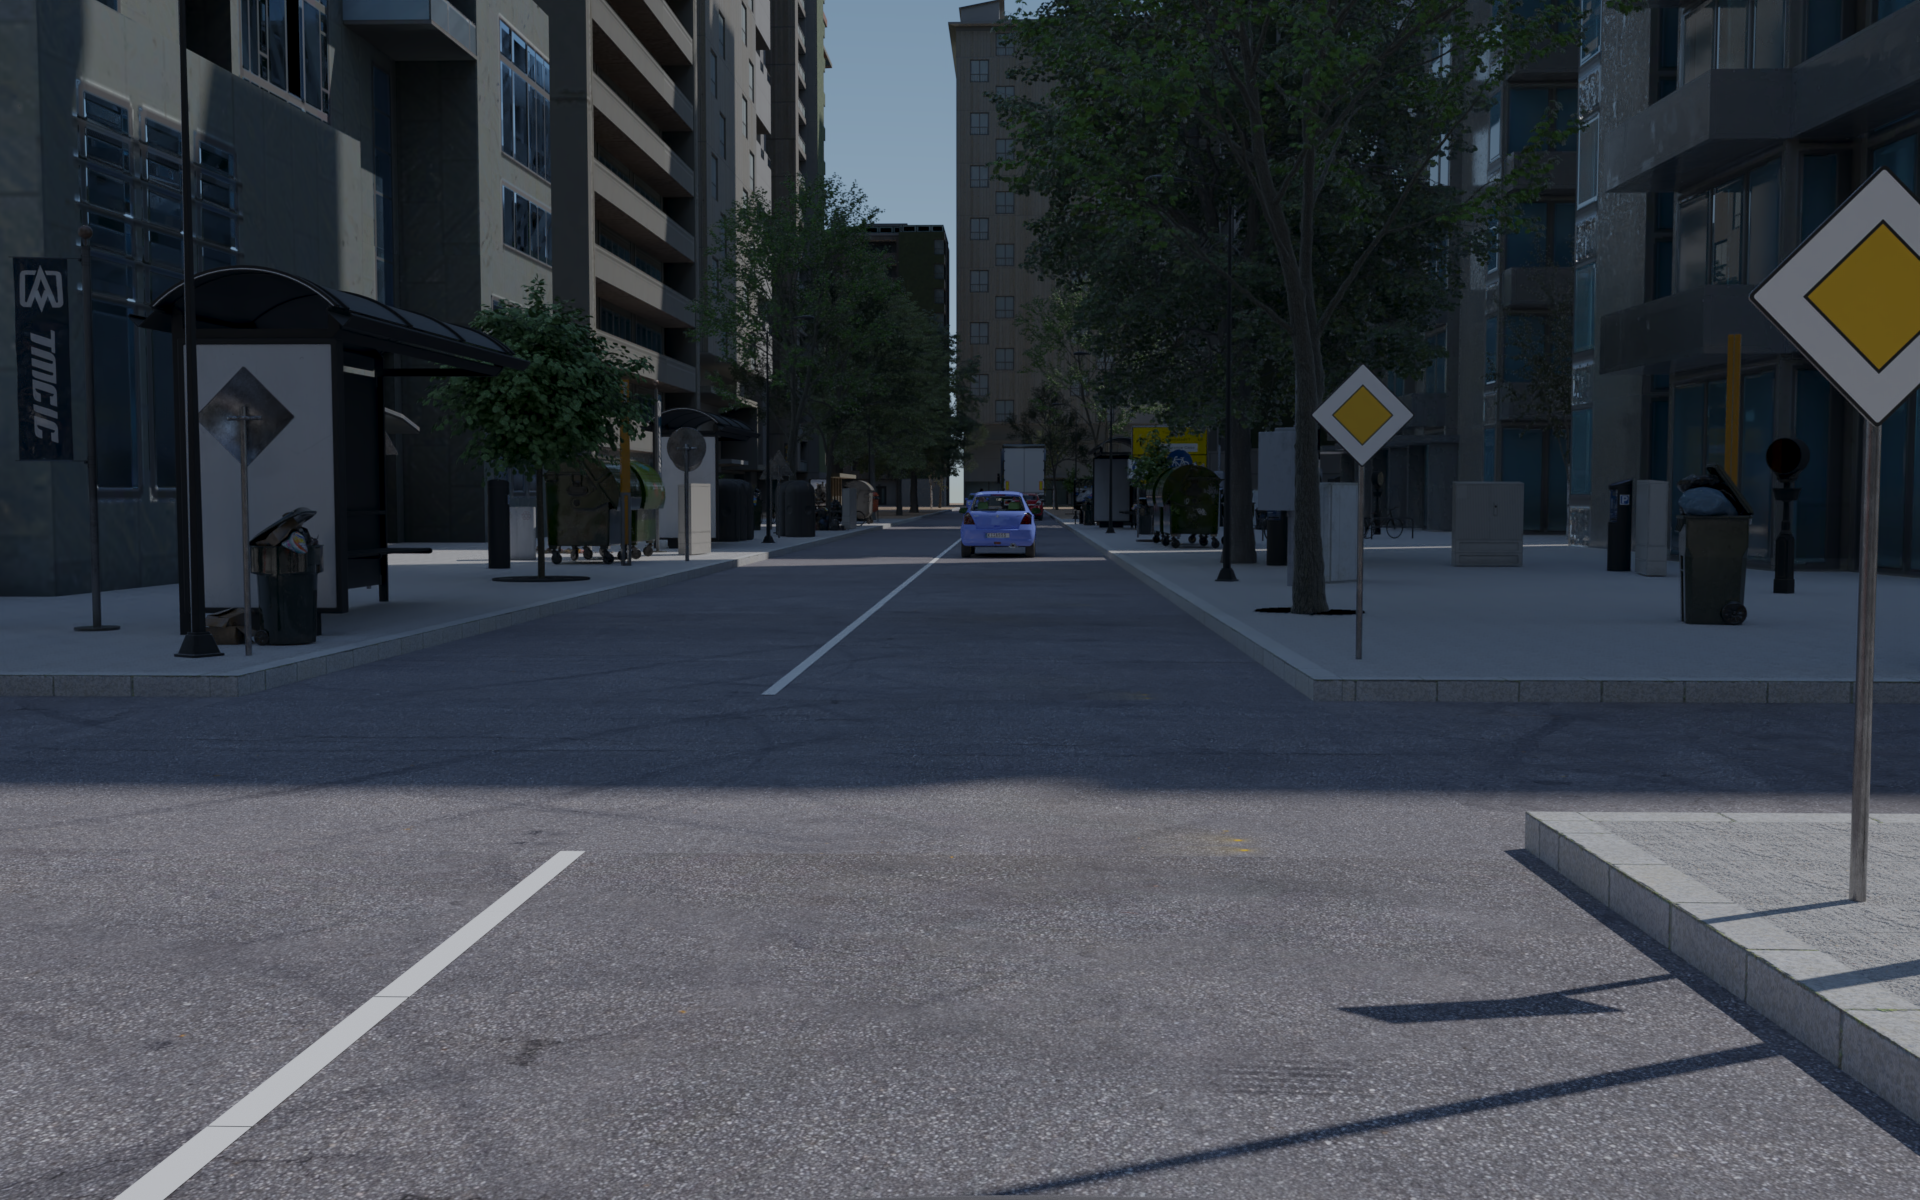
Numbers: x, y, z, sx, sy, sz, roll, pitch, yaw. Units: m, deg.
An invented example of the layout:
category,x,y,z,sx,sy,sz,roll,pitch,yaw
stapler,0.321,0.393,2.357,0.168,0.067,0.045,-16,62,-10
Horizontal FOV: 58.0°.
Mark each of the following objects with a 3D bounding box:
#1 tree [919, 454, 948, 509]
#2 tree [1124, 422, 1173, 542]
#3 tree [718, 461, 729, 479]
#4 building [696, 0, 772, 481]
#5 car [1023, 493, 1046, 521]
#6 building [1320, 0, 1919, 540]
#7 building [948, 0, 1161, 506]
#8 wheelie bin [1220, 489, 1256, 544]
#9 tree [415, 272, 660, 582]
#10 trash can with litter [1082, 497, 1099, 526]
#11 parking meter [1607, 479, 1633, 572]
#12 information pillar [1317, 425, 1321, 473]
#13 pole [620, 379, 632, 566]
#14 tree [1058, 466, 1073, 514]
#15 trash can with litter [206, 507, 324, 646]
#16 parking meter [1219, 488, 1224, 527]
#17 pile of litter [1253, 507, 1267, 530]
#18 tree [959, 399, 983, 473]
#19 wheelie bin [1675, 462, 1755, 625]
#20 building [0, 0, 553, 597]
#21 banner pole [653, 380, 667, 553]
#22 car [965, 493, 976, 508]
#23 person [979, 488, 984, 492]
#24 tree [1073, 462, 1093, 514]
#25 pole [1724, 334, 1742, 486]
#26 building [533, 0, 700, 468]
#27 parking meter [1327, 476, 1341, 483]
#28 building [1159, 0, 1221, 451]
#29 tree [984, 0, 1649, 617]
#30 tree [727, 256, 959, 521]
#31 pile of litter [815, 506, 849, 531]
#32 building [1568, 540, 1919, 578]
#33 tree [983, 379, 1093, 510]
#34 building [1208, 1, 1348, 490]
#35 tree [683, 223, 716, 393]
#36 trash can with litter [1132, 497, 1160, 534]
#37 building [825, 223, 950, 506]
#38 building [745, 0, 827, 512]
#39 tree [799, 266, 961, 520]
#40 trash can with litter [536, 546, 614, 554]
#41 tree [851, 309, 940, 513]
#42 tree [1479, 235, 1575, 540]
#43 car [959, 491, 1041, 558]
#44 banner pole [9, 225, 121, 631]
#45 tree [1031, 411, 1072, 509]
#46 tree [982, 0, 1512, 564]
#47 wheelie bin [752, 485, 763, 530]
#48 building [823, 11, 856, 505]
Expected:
category,x,y,z,sx,sy,sz,roll,pitch,yaw
tree,-2.540,-12.233,150.371,4.360,8.622,3.978,0,3,0
tree,5.368,-3.184,46.656,1.663,3.219,1.824,0,3,0
tree,-12.451,-5.667,87.257,1.663,3.219,1.824,0,3,0
building,-26.067,-31.388,102.435,28.713,52.752,27.495,0,4,2
car,3.620,-5.237,94.667,2.155,1.783,4.494,0,4,2
building,26.706,-27.261,65.330,23.786,49.044,30.456,0,4,2
building,12.966,-36.973,193.749,27.495,52.752,28.713,0,4,2
wheelie bin,6.960,-2.171,43.409,0.693,1.594,0.980,-2,4,-35
tree,-6.335,-2.573,25.784,4.285,4.588,4.351,0,3,0
trash can with litter,5.496,-3.618,70.535,1.055,1.170,0.624,2,4,25
parking meter,10.966,-1.246,28.784,0.372,1.533,0.369,0,3,0
information pillar,8.438,-3.076,41.641,0.504,3.616,0.183,-1,4,-17
pole,-5.976,-2.267,30.907,0.158,3.312,0.155,0,3,0
tree,7.178,-7.014,109.284,1.663,3.219,1.824,0,3,0
trash can with litter,-5.989,-0.206,14.757,1.055,1.170,0.624,0,4,1
parking meter,10.171,-3.648,68.052,0.372,1.533,0.369,0,3,0
pile of litter,11.086,-2.968,62.486,1.176,0.858,1.719,0,4,7
tree,-1.700,-13.685,158.155,8.767,10.594,7.601,-2,4,-30
wheelie bin,7.453,-0.566,17.166,0.693,1.594,0.980,1,4,16
building,-21.942,-44.167,34.810,22.319,86.520,31.000,0,4,2
banner pole,-6.657,-2.951,38.270,0.401,3.779,0.863,0,4,0
car,1.356,-7.883,138.481,1.945,1.707,3.694,0,4,0
person,1.249,-5.133,93.133,0.721,1.736,1.217,-1,4,-17
tree,7.341,-5.908,91.201,1.663,3.219,1.824,0,3,0
pole,9.902,-1.736,22.234,0.158,3.312,0.155,0,3,0
building,-23.222,-27.313,70.266,21.300,48.544,21.600,0,4,2
parking meter,11.843,-3.009,54.912,0.399,1.863,0.255,-3,4,-39
building,25.761,-30.517,122.656,21.300,48.544,21.600,0,4,2
tree,3.670,-5.667,18.412,9.928,11.665,9.643,0,3,0
tree,-5.195,-8.055,66.113,8.767,10.594,7.601,1,4,11
pile of litter,-4.792,-2.872,60.929,1.719,0.858,1.176,1,4,19
building,27.578,-25.187,31.410,30.456,49.044,23.786,0,4,2
tree,7.541,-12.563,139.822,7.601,10.594,8.767,2,4,32
building,26.518,-43.105,143.024,20.563,71.187,20.611,0,4,2
tree,-5.356,-7.955,55.816,9.928,11.665,9.643,0,3,0
trash can with litter,6.219,-2.747,56.309,0.624,1.170,1.055,-3,5,-42
building,-8.240,-25.439,187.625,14.107,30.474,14.160,0,4,2
building,-17.327,-26.919,123.723,14.154,41.232,14.086,0,4,2
tree,-4.753,-10.215,85.149,7.486,12.596,7.792,0,3,0
trash can with litter,-8.745,-1.637,37.819,2.233,1.210,1.678,3,5,42
tree,-3.043,-12.960,118.558,9.857,13.997,8.962,0,3,0
tree,16.904,-5.996,48.398,4.360,8.622,3.978,0,3,0
car,0.921,-1.878,40.298,1.945,1.707,3.694,0,4,3
banner pole,-8.373,-1.601,16.193,0.863,3.779,0.401,-1,4,-12
tree,7.903,-12.197,149.780,4.737,8.622,4.395,0,3,0
tree,5.261,-7.652,31.759,9.857,13.997,8.962,0,3,0
wheelie bin,-7.390,-3.260,61.209,0.693,1.594,0.980,-3,5,-44
building,-24.272,-30.095,146.677,28.867,44.769,22.147,0,4,2
